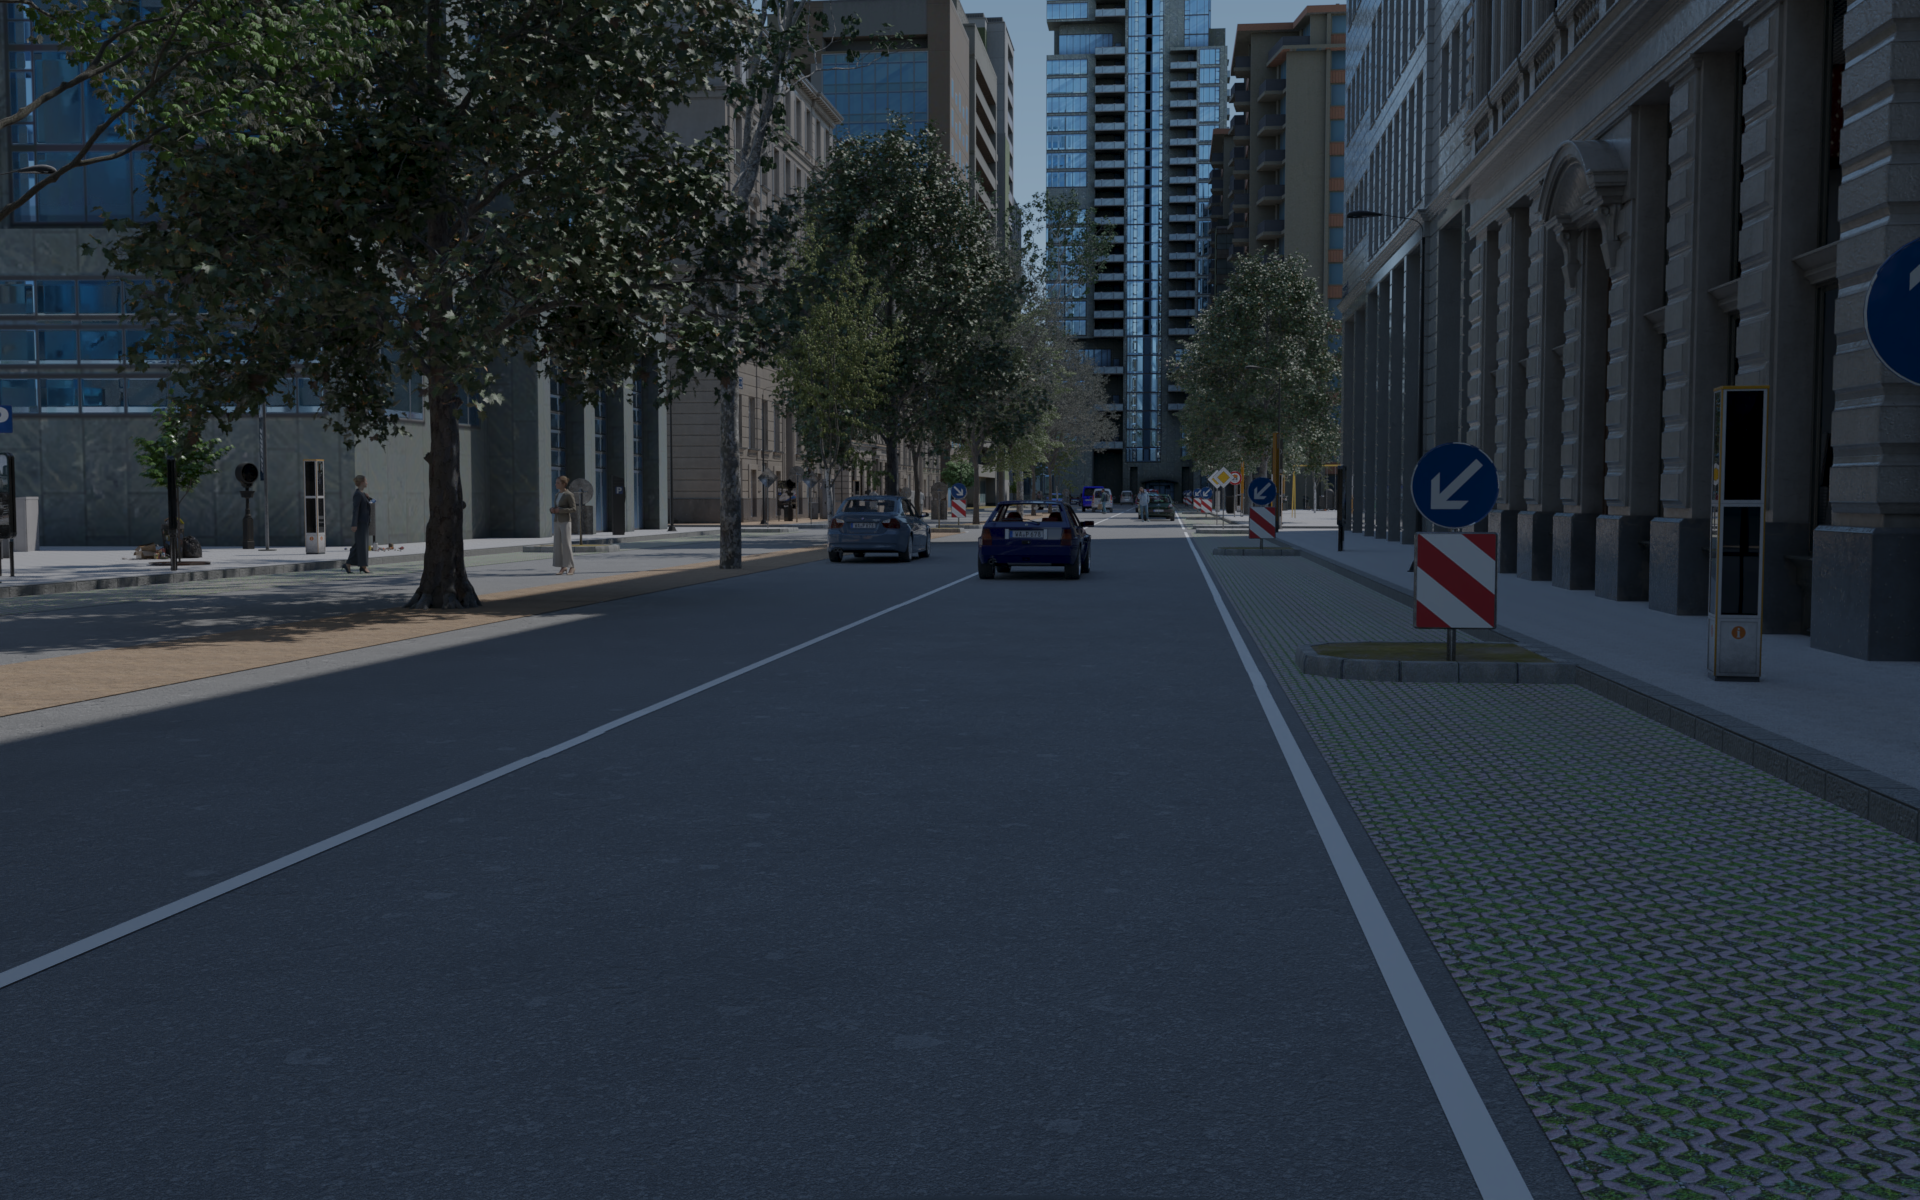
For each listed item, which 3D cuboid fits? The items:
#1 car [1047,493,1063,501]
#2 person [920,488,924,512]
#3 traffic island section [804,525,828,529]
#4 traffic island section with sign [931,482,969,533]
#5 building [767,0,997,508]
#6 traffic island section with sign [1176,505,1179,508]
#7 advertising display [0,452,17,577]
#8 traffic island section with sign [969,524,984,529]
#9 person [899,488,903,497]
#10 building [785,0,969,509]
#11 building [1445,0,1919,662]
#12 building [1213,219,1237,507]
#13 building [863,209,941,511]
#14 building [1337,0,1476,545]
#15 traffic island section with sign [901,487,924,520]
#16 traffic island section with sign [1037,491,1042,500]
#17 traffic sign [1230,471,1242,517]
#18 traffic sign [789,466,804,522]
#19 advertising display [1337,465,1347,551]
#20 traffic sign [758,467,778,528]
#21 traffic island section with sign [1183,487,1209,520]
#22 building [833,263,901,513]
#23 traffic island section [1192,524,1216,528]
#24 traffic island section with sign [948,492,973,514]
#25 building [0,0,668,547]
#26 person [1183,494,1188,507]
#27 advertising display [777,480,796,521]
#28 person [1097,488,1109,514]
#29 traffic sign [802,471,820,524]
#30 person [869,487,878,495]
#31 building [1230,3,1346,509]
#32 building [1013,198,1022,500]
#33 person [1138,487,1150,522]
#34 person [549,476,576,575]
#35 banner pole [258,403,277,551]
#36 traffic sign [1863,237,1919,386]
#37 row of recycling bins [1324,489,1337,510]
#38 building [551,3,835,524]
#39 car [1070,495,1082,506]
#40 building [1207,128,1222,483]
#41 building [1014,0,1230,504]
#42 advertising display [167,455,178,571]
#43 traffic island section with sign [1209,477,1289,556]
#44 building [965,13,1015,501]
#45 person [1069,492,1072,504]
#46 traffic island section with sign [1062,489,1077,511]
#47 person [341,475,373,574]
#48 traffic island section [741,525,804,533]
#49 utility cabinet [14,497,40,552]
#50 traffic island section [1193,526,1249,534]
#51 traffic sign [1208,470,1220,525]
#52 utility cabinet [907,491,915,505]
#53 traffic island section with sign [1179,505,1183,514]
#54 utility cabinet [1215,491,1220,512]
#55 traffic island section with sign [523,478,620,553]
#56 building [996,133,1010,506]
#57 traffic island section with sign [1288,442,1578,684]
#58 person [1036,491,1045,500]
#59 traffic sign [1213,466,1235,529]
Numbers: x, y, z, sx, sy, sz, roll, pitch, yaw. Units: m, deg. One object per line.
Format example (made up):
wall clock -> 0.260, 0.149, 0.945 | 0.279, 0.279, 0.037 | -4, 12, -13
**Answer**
car -> 9.995, -10.431, 180.137 | 1.945, 1.707, 3.694 | 0, 4, 7
person -> -2.476, -5.854, 104.404 | 0.606, 1.804, 0.583 | -3, 5, -41
traffic island section -> -6.305, -3.110, 73.121 | 2.009, 0.180, 2.903 | 0, 4, 7
traffic island section with sign -> -0.864, -3.458, 64.668 | 2.006, 1.907, 1.989 | 0, 4, 7
building -> -7.946, -33.659, 174.032 | 21.300, 48.544, 21.600 | 0, 4, 7
traffic island section with sign -> 22.659, -10.012, 172.327 | 1.989, 1.847, 2.006 | 0, 4, 7
advertising display -> -15.148, -1.332, 26.986 | 0.974, 1.923, 0.123 | 1, 4, 15
traffic island section with sign -> 0.024, -3.907, 72.022 | 2.006, 1.907, 1.989 | 0, 4, 7
person -> -3.096, -4.799, 87.517 | 0.362, 1.759, 0.519 | -2, 4, -30
building -> -6.854, -30.907, 155.442 | 14.600, 45.320, 14.200 | 0, 4, 7
building -> 12.814, -11.761, 21.170 | 11.050, 23.489, 19.941 | 0, 4, 7
building -> 33.825, -25.134, 182.636 | 14.160, 30.474, 14.107 | 0, 4, 7
building -> -8.606, -20.439, 131.440 | 12.463, 27.353, 25.104 | 0, 4, 7
building -> 17.095, -16.390, 45.471 | 11.434, 29.767, 29.804 | 0, 4, 7
traffic island section with sign -> -3.059, -5.436, 97.513 | 1.989, 1.847, 2.006 | 0, 4, 7
traffic island section with sign -> 9.283, -11.759, 200.892 | 1.989, 1.847, 2.006 | 0, 4, 7
traffic sign -> 15.228, -5.864, 95.977 | 0.768, 2.556, 0.104 | 0, 4, 8
traffic sign -> -7.377, -4.780, 78.256 | 0.768, 2.556, 0.104 | 1, 4, 10
advertising display -> 8.616, -2.073, 39.108 | 0.123, 1.923, 0.974 | 1, 4, 18
traffic sign -> -7.228, -3.761, 65.127 | 0.795, 2.450, 0.064 | 0, 4, 7
traffic island section with sign -> 13.619, -5.381, 96.613 | 1.989, 1.847, 2.006 | 0, 4, 7
building -> -9.908, -14.945, 108.986 | 10.561, 19.102, 19.286 | 0, 4, 7
traffic island section -> 10.566, -2.986, 71.109 | 2.009, 0.180, 2.903 | 0, 4, 7
traffic island section with sign -> 0.223, -7.118, 125.012 | 1.989, 1.847, 2.006 | 0, 4, 7
building -> -27.392, -45.183, 51.416 | 31.000, 86.520, 22.319 | 0, 4, 7
person -> 23.886, -10.580, 182.002 | 0.721, 1.766, 1.217 | -3, 4, -38
advertising display -> -8.110, -4.672, 81.593 | 0.974, 1.923, 0.123 | 0, 4, 4
person -> 10.093, -6.943, 122.003 | 0.794, 1.824, 0.713 | -3, 5, -40
traffic sign -> -6.281, -4.246, 73.056 | 0.795, 2.450, 0.064 | 0, 4, 7
person -> -3.863, -4.317, 79.277 | 0.606, 1.804, 0.583 | 3, 5, 40
building -> 36.114, -30.930, 160.329 | 22.147, 44.769, 28.867 | 0, 4, 7
building -> 1.089, -34.025, 239.898 | 14.086, 41.232, 14.154 | 0, 4, 7
person -> 9.439, -4.895, 88.792 | 0.793, 1.790, 0.793 | -2, 4, -30
person -> -7.072, -1.325, 30.707 | 0.519, 1.759, 0.362 | 3, 4, 38
banner pole -> -15.791, -3.012, 39.262 | 0.401, 3.779, 0.863 | -2, 4, -32
traffic sign -> 4.804, -0.513, 8.495 | 0.768, 2.556, 0.104 | 1, 4, 11
row of recycling bins -> 30.447, -7.912, 136.481 | 3.534, 1.692, 1.069 | 1, 4, 17
building -> -14.159, -17.717, 86.930 | 12.463, 27.353, 25.104 | 0, 4, 7
car -> 13.356, -11.586, 202.004 | 1.945, 1.354, 3.894 | 0, 4, 8
building -> 40.339, -33.587, 203.778 | 22.147, 44.769, 28.867 | 0, 4, 7
building -> 23.961, -56.713, 239.935 | 31.000, 86.520, 22.319 | 0, 4, 7
advertising display -> -13.295, -1.470, 29.249 | 0.123, 1.923, 0.974 | -2, 4, -23
traffic island section with sign -> 6.960, -1.966, 40.775 | 1.989, 1.847, 2.006 | 0, 4, 7
building -> -7.778, -41.043, 213.054 | 28.212, 58.520, 21.231 | 0, 4, 7
person -> 12.425, -11.328, 194.420 | 0.721, 1.735, 1.217 | 0, 4, 6
traffic island section with sign -> 8.922, -8.471, 146.634 | 2.006, 1.907, 1.989 | 0, 4, 7
person -> -10.749, -1.346, 30.934 | 0.534, 1.772, 0.576 | -2, 4, -35
traffic island section -> -7.252, -2.625, 65.192 | 2.009, 0.180, 2.903 | 0, 4, 7
utility cabinet -> -20.945, -1.692, 38.827 | 0.306, 1.237, 1.020 | -1, 4, -14
traffic island section -> 9.619, -2.502, 63.180 | 2.009, 0.180, 2.903 | 0, 4, 7
traffic sign -> 10.542, -4.122, 71.035 | 0.795, 2.450, 0.064 | 0, 4, 7
utility cabinet -> -3.359, -6.557, 115.891 | 0.318, 1.500, 1.173 | 2, 4, 29
traffic island section with sign -> 16.822, -7.018, 123.378 | 1.989, 1.847, 2.006 | 0, 4, 7
utility cabinet -> 18.142, -6.932, 122.024 | 0.318, 1.500, 1.173 | 0, 4, 7
traffic island section with sign -> -9.563, -2.104, 43.021 | 1.989, 1.847, 2.006 | 0, 4, 7
building -> -2.156, -31.065, 191.502 | 14.154, 41.232, 14.086 | 0, 4, 7
traffic island section with sign -> 3.764, -0.329, 14.010 | 1.989, 1.847, 2.006 | 0, 4, 7
person -> 8.804, -11.146, 191.450 | 1.217, 1.736, 0.721 | -2, 4, -25
traffic sign -> 9.595, -3.637, 63.106 | 0.795, 2.450, 0.064 | 0, 4, 7
